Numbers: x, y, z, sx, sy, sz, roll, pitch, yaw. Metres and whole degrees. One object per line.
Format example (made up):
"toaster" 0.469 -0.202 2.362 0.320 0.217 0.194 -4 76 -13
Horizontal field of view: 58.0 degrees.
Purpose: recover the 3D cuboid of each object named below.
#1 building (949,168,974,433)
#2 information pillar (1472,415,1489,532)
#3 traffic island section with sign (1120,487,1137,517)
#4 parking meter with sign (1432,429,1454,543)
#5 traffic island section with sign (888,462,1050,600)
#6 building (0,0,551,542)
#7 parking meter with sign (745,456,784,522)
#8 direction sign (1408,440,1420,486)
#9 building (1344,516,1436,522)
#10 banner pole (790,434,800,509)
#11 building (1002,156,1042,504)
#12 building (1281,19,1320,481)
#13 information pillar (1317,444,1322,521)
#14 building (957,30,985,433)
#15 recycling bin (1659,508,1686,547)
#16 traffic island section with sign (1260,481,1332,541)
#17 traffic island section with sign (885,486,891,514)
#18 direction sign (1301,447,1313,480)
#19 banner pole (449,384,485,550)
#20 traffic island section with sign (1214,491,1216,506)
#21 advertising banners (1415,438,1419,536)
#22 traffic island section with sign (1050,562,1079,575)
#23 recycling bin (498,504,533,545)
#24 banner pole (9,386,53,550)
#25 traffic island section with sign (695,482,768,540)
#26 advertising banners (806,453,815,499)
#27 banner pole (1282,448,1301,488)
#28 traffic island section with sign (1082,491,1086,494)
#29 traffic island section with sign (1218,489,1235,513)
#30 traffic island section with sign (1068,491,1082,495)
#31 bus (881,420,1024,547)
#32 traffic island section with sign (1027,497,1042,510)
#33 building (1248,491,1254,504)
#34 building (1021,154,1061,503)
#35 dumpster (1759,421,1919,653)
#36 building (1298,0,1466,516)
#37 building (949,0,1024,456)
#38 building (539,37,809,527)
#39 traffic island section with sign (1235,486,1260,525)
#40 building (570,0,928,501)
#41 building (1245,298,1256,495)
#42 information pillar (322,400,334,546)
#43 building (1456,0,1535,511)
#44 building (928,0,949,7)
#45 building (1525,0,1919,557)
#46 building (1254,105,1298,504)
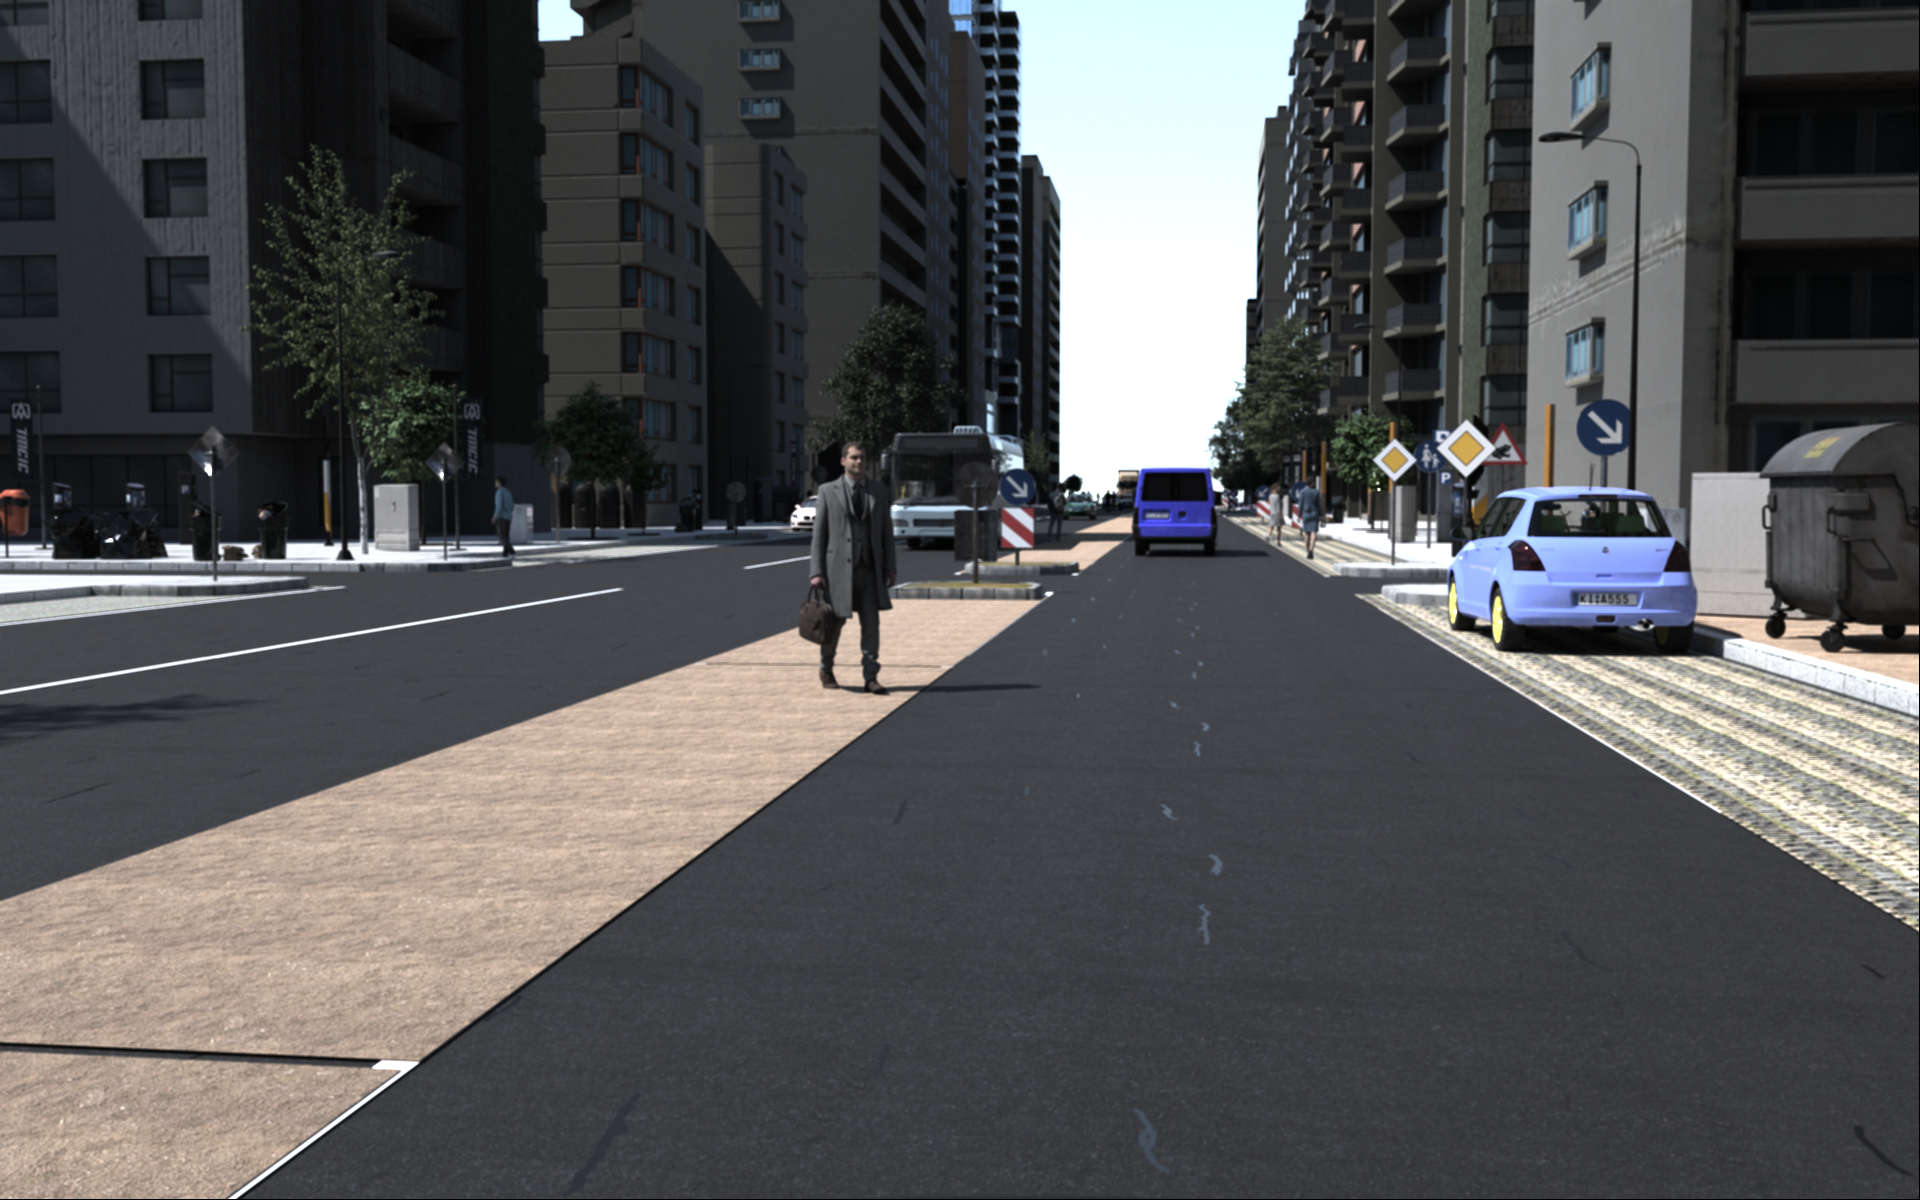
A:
"building" -6.612 -23.300 152.660 14.160 30.474 14.107 0 4 7
"information pillar" 15.335 -3.655 51.112 0.504 3.616 0.183 -1 4 -16
"traffic island section with sign" 10.857 -5.993 106.129 2.006 1.907 1.989 0 4 7
"parking meter with sign" 12.863 -3.044 46.027 0.543 3.016 1.738 1 4 12
"traffic island section with sign" 0.144 -0.987 24.279 2.006 1.907 1.989 0 4 7
"building" -21.650 -17.125 51.691 14.160 30.474 14.107 0 4 7
"parking meter with sign" -8.989 -5.100 79.649 1.738 3.016 0.543 -1 4 -15
"direction sign" 19.075 -4.945 72.850 0.876 3.537 0.379 -3 5 -44
"building" 30.213 -26.554 88.775 22.147 44.769 28.867 0 4 7
"banner pole" -6.843 -5.023 72.149 0.401 3.779 0.863 2 4 25
"building" 3.537 -35.614 232.392 14.600 45.320 14.200 0 4 7
"building" 41.824 -33.059 160.116 23.786 49.044 30.456 0 4 7
"information pillar" 16.875 -5.497 81.231 0.183 3.616 0.504 3 5 42
"building" -5.247 -31.580 166.447 14.600 45.320 14.200 0 4 7
"recycling bin" 12.280 -1.094 30.448 0.722 1.027 0.722 0 4 4
"traffic island section with sign" 10.408 -2.746 53.527 1.989 1.847 2.006 0 4 7
"traffic island section with sign" -3.564 -4.500 82.210 1.989 1.847 2.006 0 4 7
"direction sign" 16.682 -5.590 83.398 0.876 3.537 0.379 -3 5 -42
"banner pole" -11.314 -3.039 39.698 0.863 3.779 0.401 -3 4 -36
"traffic island section with sign" 23.838 -9.022 156.132 1.989 1.847 2.006 0 4 7
"advertising banners" 14.237 -3.535 53.988 0.090 3.025 2.074 1 4 18
"traffic island section with sign" 1.115 -1.436 31.622 2.006 1.907 1.989 0 4 7
"recycling bin" -11.205 -1.904 43.679 0.722 1.027 0.722 0 4 0
"banner pole" -21.421 -3.053 39.927 0.863 3.779 0.401 -3 4 -39
"traffic island section with sign" -7.165 -2.820 54.734 1.989 1.847 2.006 0 4 7
"advertising banners" -6.439 -4.800 74.669 0.090 3.025 2.074 -1 4 -14
"banner pole" 17.935 -6.377 94.283 0.863 3.779 0.401 0 4 -6
"traffic island section with sign" 17.239 -14.218 241.089 1.989 1.847 2.006 0 4 7
"traffic island section with sign" 20.344 -7.387 129.403 1.989 1.847 2.006 0 4 7
"traffic island section with sign" 13.737 -12.583 214.362 1.989 1.847 2.006 0 4 7
"bus" 0.096 -3.324 49.204 2.948 3.499 13.247 0 4 6
"traffic island section with sign" 6.485 -9.194 158.943 1.989 1.847 2.006 0 4 7
"building" 55.582 -33.143 233.761 32.217 40.220 23.993 0 4 7
"building" 3.149 -38.377 251.165 21.300 48.544 21.600 0 4 7
"dumpster" 7.662 -0.540 14.584 1.264 1.857 1.865 0 4 8
"building" 37.360 -29.134 130.971 22.147 44.769 28.867 0 4 7
"building" -2.894 -54.835 209.224 22.319 86.520 31.000 0 4 7
"building" -23.857 -14.490 81.950 27.650 21.520 28.899 0 4 7
"traffic island section with sign" 13.903 -4.381 80.255 1.989 1.847 2.006 0 4 7
"building" -14.306 -30.346 119.866 21.300 48.544 21.600 0 4 7
"building" 48.845 -29.505 254.113 14.160 30.474 14.107 0 4 7
"information pillar" -15.642 -3.146 42.795 0.183 3.616 0.504 -1 4 -12
"building" 24.311 -17.601 59.473 14.160 30.474 14.107 0 4 7
"building" -8.651 -29.794 137.246 14.600 45.320 14.200 0 4 7
"building" 25.314 -25.482 40.340 21.600 48.544 21.300 0 4 7
"building" 47.393 -35.959 211.625 21.300 48.544 21.600 0 4 7
